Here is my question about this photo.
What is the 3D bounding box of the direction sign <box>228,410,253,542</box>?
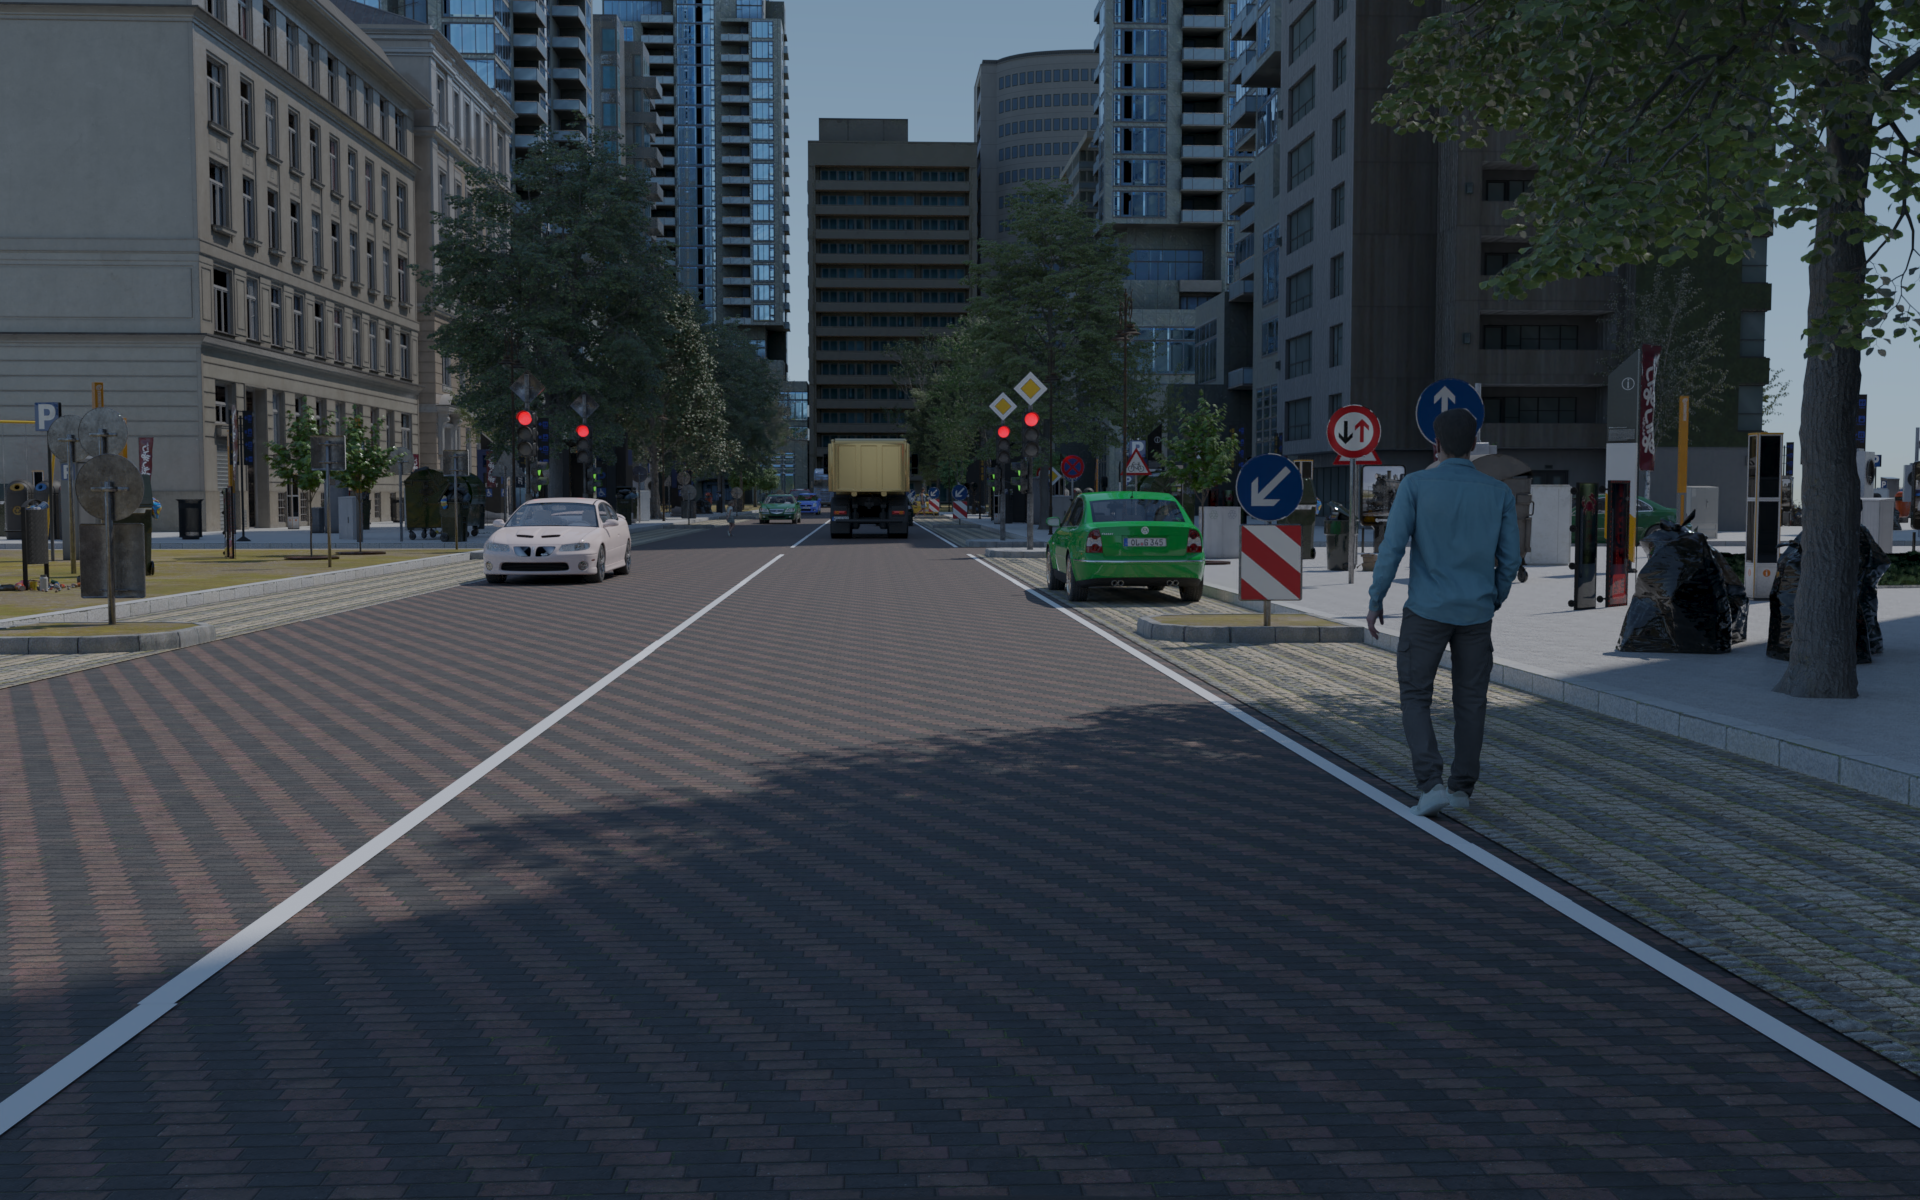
[{"bbox_3d":[-19.421,-3.354,46.841,0.379,3.537,0.876,1,4,18],"label":"direction sign"}]

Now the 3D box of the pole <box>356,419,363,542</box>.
[{"bbox_3d":[-16.011,-3.197,46.117,0.158,3.312,0.155,0,3,0],"label":"pole"}]

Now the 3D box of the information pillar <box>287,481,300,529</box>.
[{"bbox_3d":[-24.214,-3.571,62.877,0.304,2.012,0.304,2,4,34],"label":"information pillar"}]

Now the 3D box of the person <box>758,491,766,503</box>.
[{"bbox_3d":[-22.945,-11.839,202.154,1.350,1.814,0.705,1,4,11],"label":"person"}]

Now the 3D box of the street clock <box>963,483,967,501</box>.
[{"bbox_3d":[0.422,-6.443,109.920,0.471,2.002,0.358,-1,4,-12],"label":"street clock"}]

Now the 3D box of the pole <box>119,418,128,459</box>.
[{"bbox_3d":[-22.435,-3.219,46.467,0.158,3.312,0.155,0,3,0],"label":"pole"}]

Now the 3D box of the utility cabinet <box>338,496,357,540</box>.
[{"bbox_3d":[-17.255,-2.315,49.008,0.306,1.237,1.020,-3,5,-42],"label":"utility cabinet"}]

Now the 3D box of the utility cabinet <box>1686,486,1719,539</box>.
[{"bbox_3d":[20.740,-2.436,48.504,1.173,1.500,0.318,-2,4,-31],"label":"utility cabinet"}]

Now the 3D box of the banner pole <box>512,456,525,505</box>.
[{"bbox_3d":[-21.580,-5.772,84.391,0.863,3.779,0.401,-2,4,-32],"label":"banner pole"}]

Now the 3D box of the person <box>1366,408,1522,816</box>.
[{"bbox_3d":[2.191,0.044,7.795,0.660,1.820,0.620,0,4,-3],"label":"person"}]

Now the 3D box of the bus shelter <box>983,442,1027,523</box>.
[{"bbox_3d":[2.120,-5.349,78.740,1.731,3.624,6.357,0,4,-3],"label":"bus shelter"}]

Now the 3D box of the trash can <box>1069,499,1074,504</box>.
[{"bbox_3d":[3.602,-2.431,51.402,0.748,1.137,0.748,0,3,0],"label":"trash can"}]

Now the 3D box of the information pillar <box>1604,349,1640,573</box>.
[{"bbox_3d":[10.795,-2.255,28.217,0.504,3.616,0.183,3,4,38],"label":"information pillar"}]

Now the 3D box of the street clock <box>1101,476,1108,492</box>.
[{"bbox_3d":[5.905,-4.054,70.855,0.358,2.002,0.471,0,4,-2],"label":"street clock"}]

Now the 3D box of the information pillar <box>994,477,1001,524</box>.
[{"bbox_3d":[1.643,-4.217,73.437,0.304,2.012,0.304,-3,5,-44],"label":"information pillar"}]

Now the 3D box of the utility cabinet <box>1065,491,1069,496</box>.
[{"bbox_3d":[6.499,-6.386,113.085,1.173,1.500,0.318,1,4,11],"label":"utility cabinet"}]

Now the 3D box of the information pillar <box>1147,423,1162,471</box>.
[{"bbox_3d":[6.422,-4.021,57.098,0.504,3.616,0.183,0,4,-5],"label":"information pillar"}]

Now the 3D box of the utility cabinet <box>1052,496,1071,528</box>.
[{"bbox_3d":[3.841,-3.380,66.419,1.020,1.237,0.306,0,4,5],"label":"utility cabinet"}]

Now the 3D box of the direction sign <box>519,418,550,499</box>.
[{"bbox_3d":[-12.600,-3.626,51.280,0.876,3.537,0.379,-1,4,-18],"label":"direction sign"}]

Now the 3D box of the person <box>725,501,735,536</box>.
[{"bbox_3d":[-7.839,-2.765,58.728,0.382,1.210,0.505,-2,4,-33],"label":"person"}]

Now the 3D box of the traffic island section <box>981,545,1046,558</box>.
[{"bbox_3d":[1.635,-1.078,39.898,2.009,0.180,2.903,0,4,-3],"label":"traffic island section"}]

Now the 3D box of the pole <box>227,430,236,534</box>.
[{"bbox_3d":[-23.269,-3.760,55.323,0.158,3.312,0.155,0,3,0],"label":"pole"}]

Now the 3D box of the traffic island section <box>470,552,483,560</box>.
[{"bbox_3d":[-9.789,-1.040,39.287,2.009,0.180,2.903,0,4,-3],"label":"traffic island section"}]

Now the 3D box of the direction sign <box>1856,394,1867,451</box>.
[{"bbox_3d":[20.101,-2.895,39.326,0.876,3.537,0.379,0,4,0],"label":"direction sign"}]

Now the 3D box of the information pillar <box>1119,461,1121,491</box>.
[{"bbox_3d":[11.331,-8.049,122.961,0.183,3.616,0.504,0,4,-2],"label":"information pillar"}]

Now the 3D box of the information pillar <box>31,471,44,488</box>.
[{"bbox_3d":[-28.989,-3.057,54.474,0.304,2.012,0.304,-3,4,-37],"label":"information pillar"}]

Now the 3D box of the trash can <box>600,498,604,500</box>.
[{"bbox_3d":[-13.166,-3.095,62.261,0.748,1.137,0.748,0,3,0],"label":"trash can"}]

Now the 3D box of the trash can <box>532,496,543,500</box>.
[{"bbox_3d":[-28.285,-6.366,115.735,0.748,1.137,0.748,0,3,0],"label":"trash can"}]

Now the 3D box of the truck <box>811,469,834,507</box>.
[{"bbox_3d":[-14.709,-12.189,189.045,2.967,4.110,18.799,0,4,-5],"label":"truck"}]

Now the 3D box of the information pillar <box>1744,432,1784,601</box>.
[{"bbox_3d":[9.661,-0.999,20.823,0.304,2.012,0.304,0,4,4],"label":"information pillar"}]

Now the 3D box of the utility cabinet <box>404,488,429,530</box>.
[{"bbox_3d":[-19.139,-3.202,61.029,0.318,1.500,1.173,1,4,11],"label":"utility cabinet"}]

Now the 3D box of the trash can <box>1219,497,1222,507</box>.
[{"bbox_3d":[11.983,-4.146,79.438,0.748,1.137,0.748,0,3,0],"label":"trash can"}]

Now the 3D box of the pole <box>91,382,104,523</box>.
[{"bbox_3d":[-15.734,-2.315,31.688,0.158,3.312,0.155,0,3,0],"label":"pole"}]

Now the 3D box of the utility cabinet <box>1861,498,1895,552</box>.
[{"bbox_3d":[15.126,-1.090,28.982,0.306,1.237,1.020,-1,4,-11],"label":"utility cabinet"}]

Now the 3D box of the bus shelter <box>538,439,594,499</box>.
[{"bbox_3d":[-16.906,-5.136,75.258,1.731,3.624,6.357,0,4,-3],"label":"bus shelter"}]

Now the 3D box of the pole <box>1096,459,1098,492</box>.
[{"bbox_3d":[7.954,-6.560,101.105,0.158,3.312,0.155,0,3,0],"label":"pole"}]

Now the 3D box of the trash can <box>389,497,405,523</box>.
[{"bbox_3d":[-25.224,-4.041,77.722,0.748,1.137,0.748,0,3,0],"label":"trash can"}]

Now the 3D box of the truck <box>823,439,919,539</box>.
[{"bbox_3d":[-3.077,-3.877,59.318,3.469,3.379,9.791,0,4,-3],"label":"truck"}]

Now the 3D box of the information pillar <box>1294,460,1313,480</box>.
[{"bbox_3d":[7.409,-2.015,37.430,0.304,2.012,0.304,-1,4,-19],"label":"information pillar"}]

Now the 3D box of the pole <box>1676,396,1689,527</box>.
[{"bbox_3d":[15.068,-2.587,36.133,0.158,3.312,0.155,0,3,0],"label":"pole"}]

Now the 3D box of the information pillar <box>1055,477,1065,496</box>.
[{"bbox_3d":[5.197,-5.165,88.940,0.304,2.012,0.304,1,4,22],"label":"information pillar"}]

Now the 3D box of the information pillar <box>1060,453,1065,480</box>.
[{"bbox_3d":[5.897,-6.626,99.685,0.183,3.616,0.504,2,4,34],"label":"information pillar"}]

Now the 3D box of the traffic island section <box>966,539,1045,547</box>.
[{"bbox_3d":[1.204,-1.565,47.872,2.009,0.180,2.903,0,4,-3],"label":"traffic island section"}]

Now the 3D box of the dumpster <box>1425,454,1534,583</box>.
[{"bbox_3d":[7.660,-1.224,25.774,1.264,1.857,1.865,0,4,-3],"label":"dumpster"}]

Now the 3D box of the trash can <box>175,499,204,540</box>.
[{"bbox_3d":[-21.709,-2.275,48.850,0.748,1.137,0.748,0,3,0],"label":"trash can"}]

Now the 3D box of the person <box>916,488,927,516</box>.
[{"bbox_3d":[-2.281,-5.823,103.802,0.778,1.811,0.616,0,4,7],"label":"person"}]

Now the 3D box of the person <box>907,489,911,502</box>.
[{"bbox_3d":[-3.525,-6.946,122.412,0.624,1.780,0.694,0,4,1],"label":"person"}]

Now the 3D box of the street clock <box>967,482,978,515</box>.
[{"bbox_3d":[0.861,-6.326,108.002,0.471,2.002,0.358,-3,4,-36],"label":"street clock"}]
